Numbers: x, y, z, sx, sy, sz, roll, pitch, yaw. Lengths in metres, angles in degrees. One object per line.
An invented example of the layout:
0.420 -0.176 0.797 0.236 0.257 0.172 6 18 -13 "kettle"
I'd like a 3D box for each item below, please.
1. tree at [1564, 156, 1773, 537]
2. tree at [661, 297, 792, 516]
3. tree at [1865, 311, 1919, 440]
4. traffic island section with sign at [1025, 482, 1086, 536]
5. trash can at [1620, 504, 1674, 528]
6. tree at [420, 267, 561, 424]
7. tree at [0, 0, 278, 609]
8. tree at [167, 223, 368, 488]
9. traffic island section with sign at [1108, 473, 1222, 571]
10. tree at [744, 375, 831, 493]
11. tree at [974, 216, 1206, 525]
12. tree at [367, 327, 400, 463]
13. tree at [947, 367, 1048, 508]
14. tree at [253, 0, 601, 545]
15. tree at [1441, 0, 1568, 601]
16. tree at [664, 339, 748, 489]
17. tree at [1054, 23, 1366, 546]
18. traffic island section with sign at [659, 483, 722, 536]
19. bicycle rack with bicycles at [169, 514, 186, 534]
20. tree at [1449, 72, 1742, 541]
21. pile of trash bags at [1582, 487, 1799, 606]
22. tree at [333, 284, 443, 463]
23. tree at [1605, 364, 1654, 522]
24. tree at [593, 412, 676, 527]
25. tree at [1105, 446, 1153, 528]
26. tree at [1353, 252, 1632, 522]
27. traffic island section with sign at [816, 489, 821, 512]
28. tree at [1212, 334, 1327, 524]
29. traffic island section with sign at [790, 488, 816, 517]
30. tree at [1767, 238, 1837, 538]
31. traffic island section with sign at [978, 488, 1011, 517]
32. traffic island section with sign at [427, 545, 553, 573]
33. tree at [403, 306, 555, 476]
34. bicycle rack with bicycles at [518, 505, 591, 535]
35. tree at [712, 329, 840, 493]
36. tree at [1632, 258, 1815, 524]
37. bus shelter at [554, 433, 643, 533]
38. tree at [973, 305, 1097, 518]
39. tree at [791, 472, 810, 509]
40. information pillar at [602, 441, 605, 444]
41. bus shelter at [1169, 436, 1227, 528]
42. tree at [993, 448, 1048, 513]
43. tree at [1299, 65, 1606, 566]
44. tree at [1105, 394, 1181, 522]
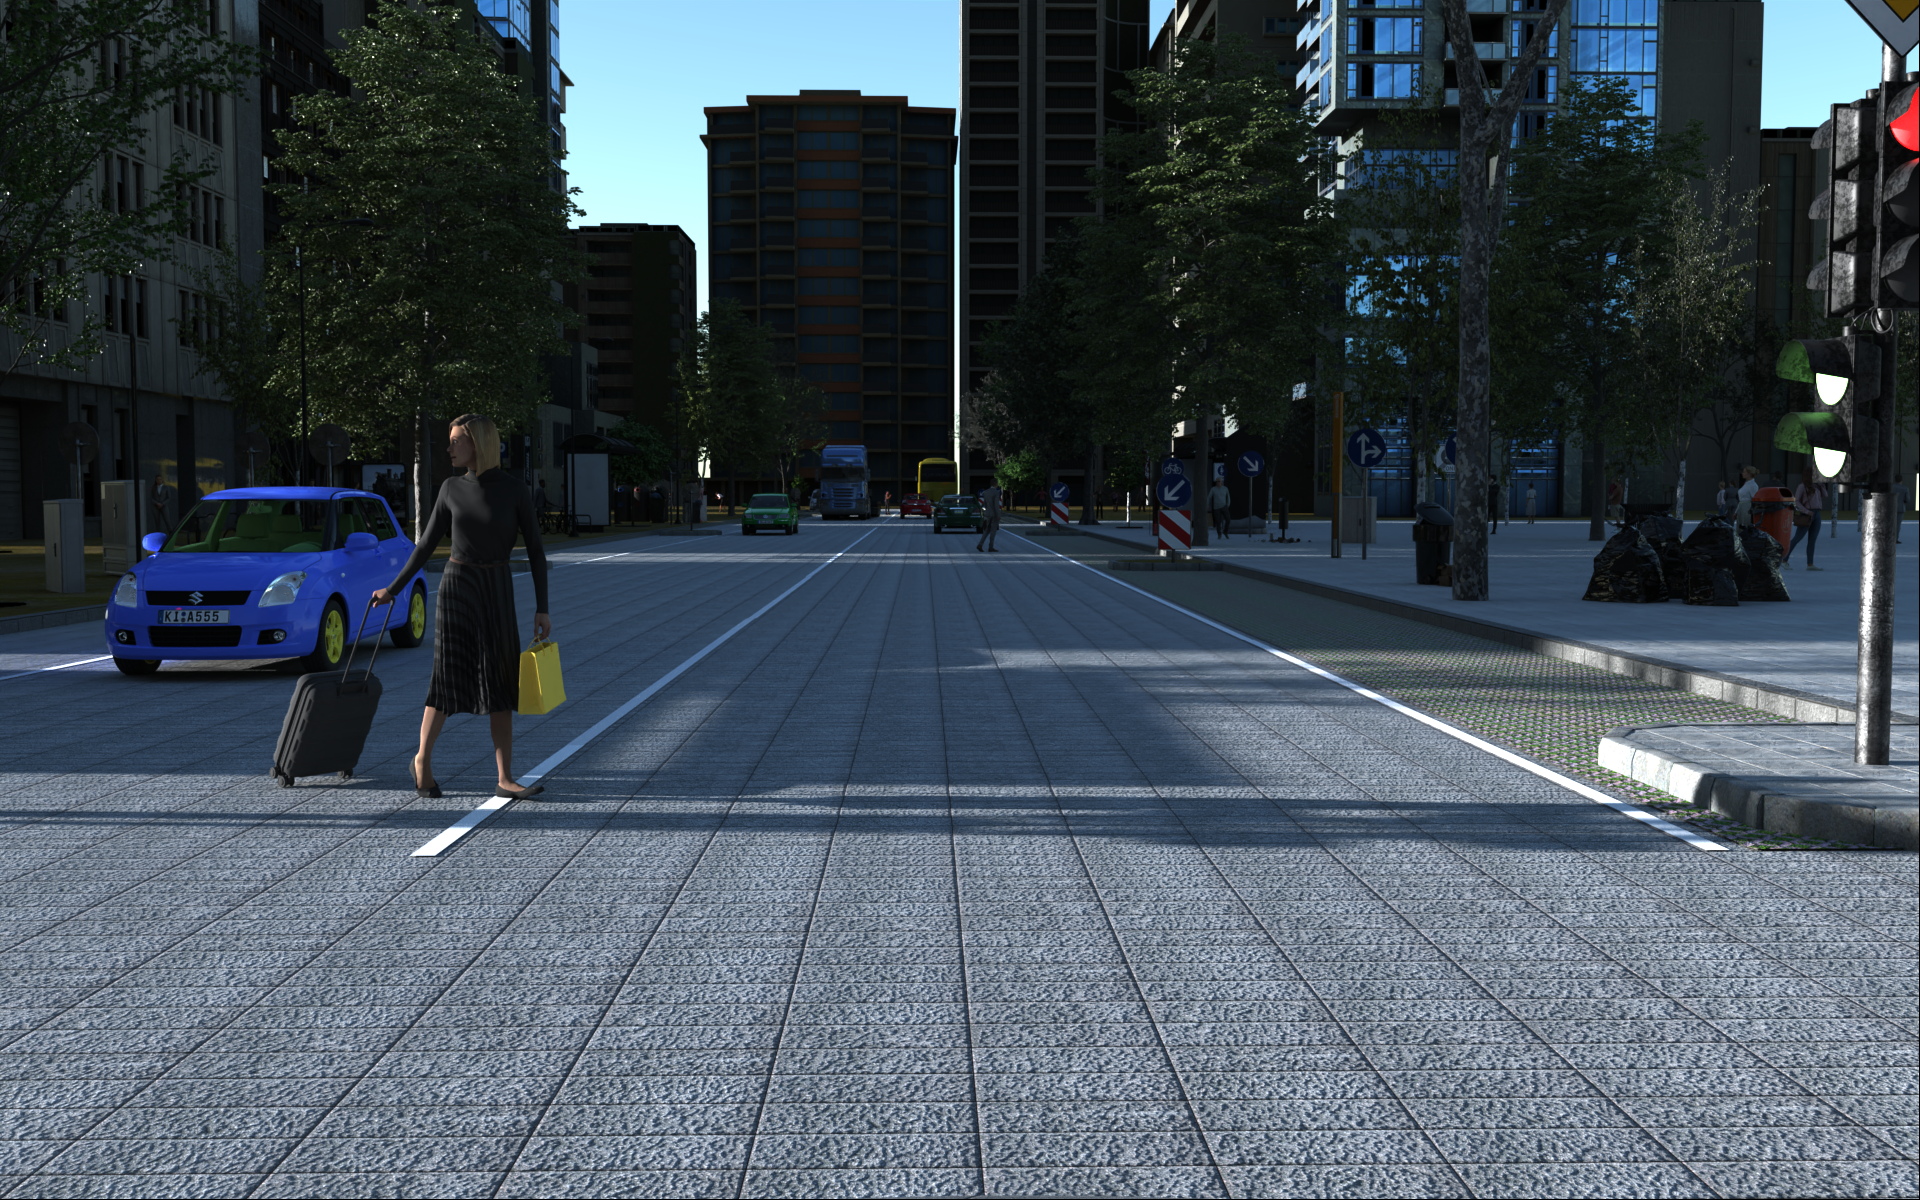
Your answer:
15.896 -5.383 38.371 4.360 8.622 3.978 0 3 0 "tree"
-13.604 -11.148 100.390 7.486 12.596 7.792 0 3 0 "tree"
21.637 -5.375 38.239 4.360 8.622 3.978 0 3 0 "tree"
3.275 -3.135 59.889 1.989 1.847 2.006 0 4 -1 "traffic island section with sign"
10.167 -0.858 25.680 0.748 1.137 0.748 0 3 0 "trash can"
-22.057 -9.308 77.933 9.928 11.665 9.643 0 3 0 "tree"
-11.387 -5.723 19.331 9.928 11.665 9.643 0 3 0 "tree"
-19.584 -5.982 48.164 4.737 8.622 4.395 0 3 0 "tree"
3.854 -1.485 32.911 1.989 1.847 2.006 0 4 -1 "traffic island section with sign"
-14.729 -13.486 146.257 9.928 11.665 9.643 0 3 0 "tree"
5.364 -9.460 71.687 9.611 12.733 9.660 0 3 0 "tree"
-21.061 -6.362 54.377 4.737 8.622 4.395 0 3 0 "tree"
3.939 -15.153 158.124 12.009 13.543 11.850 0 3 0 "tree"
-12.037 -7.449 39.914 7.486 12.596 7.792 0 3 0 "tree"
6.875 -9.981 19.074 12.611 20.169 13.585 0 3 0 "tree"
-12.373 -8.134 83.356 4.737 8.622 4.395 0 3 0 "tree"
6.352 -7.598 42.362 7.486 12.596 7.792 0 3 0 "tree"
-9.357 -3.165 60.378 1.989 1.847 2.006 0 4 -1 "traffic island section with sign"
-13.845 -1.204 33.067 2.852 0.926 2.925 -2 4 -33 "bicycle rack with bicycles"
17.434 -7.930 47.783 7.486 12.596 7.792 0 3 0 "tree"
9.290 -0.705 21.282 3.447 1.369 1.912 -3 5 -40 "pile of trash bags"
-19.753 -6.717 60.191 4.360 8.622 3.978 0 3 0 "tree"
31.108 -7.977 80.781 4.737 8.622 4.395 0 3 0 "tree"
-12.891 -5.181 68.419 4.285 4.588 4.351 0 3 0 "tree"
6.226 -4.307 65.019 1.663 3.219 1.824 0 3 0 "tree"
18.772 -7.908 63.712 8.767 10.594 7.601 0 4 0 "tree"
-10.983 -7.852 137.009 1.989 1.847 2.006 0 4 -1 "traffic island section with sign"
13.373 -7.534 73.544 4.360 8.622 3.978 0 3 0 "tree"
-10.394 -6.199 109.982 1.989 1.847 2.006 0 4 -1 "traffic island section with sign"
25.755 -6.110 50.253 4.737 8.622 4.395 0 3 0 "tree"
2.209 -6.208 110.124 1.989 1.847 2.006 0 4 -1 "traffic island section with sign"
-8.774 -1.466 32.599 1.989 1.847 2.006 0 4 -1 "traffic island section with sign"
-18.193 -7.138 67.062 4.737 8.622 4.395 0 3 0 "tree"
-13.114 -2.577 55.519 2.925 0.926 2.852 3 5 42 "bicycle rack with bicycles"
-13.515 -13.213 126.409 12.009 13.543 11.850 0 3 0 "tree"
30.031 -8.159 67.809 8.767 10.594 7.601 -1 4 -12 "tree"
-12.445 -4.043 60.033 2.014 3.302 5.546 0 4 -1 "bus shelter"
4.647 -10.172 92.071 9.928 11.665 9.643 0 3 0 "tree"
-14.128 -9.723 153.578 1.663 3.219 1.824 0 3 0 "tree"
-14.614 -4.881 71.164 0.183 3.616 0.504 1 4 18 "information pillar"
9.071 -4.267 63.695 2.014 3.302 5.546 0 4 -1 "bus shelter"
4.657 -8.301 119.433 4.285 4.588 4.351 0 3 0 "tree"
8.464 -4.915 30.718 4.737 8.622 4.395 0 3 0 "tree"
7.958 -7.940 80.179 4.737 8.622 4.395 0 3 0 "tree"
